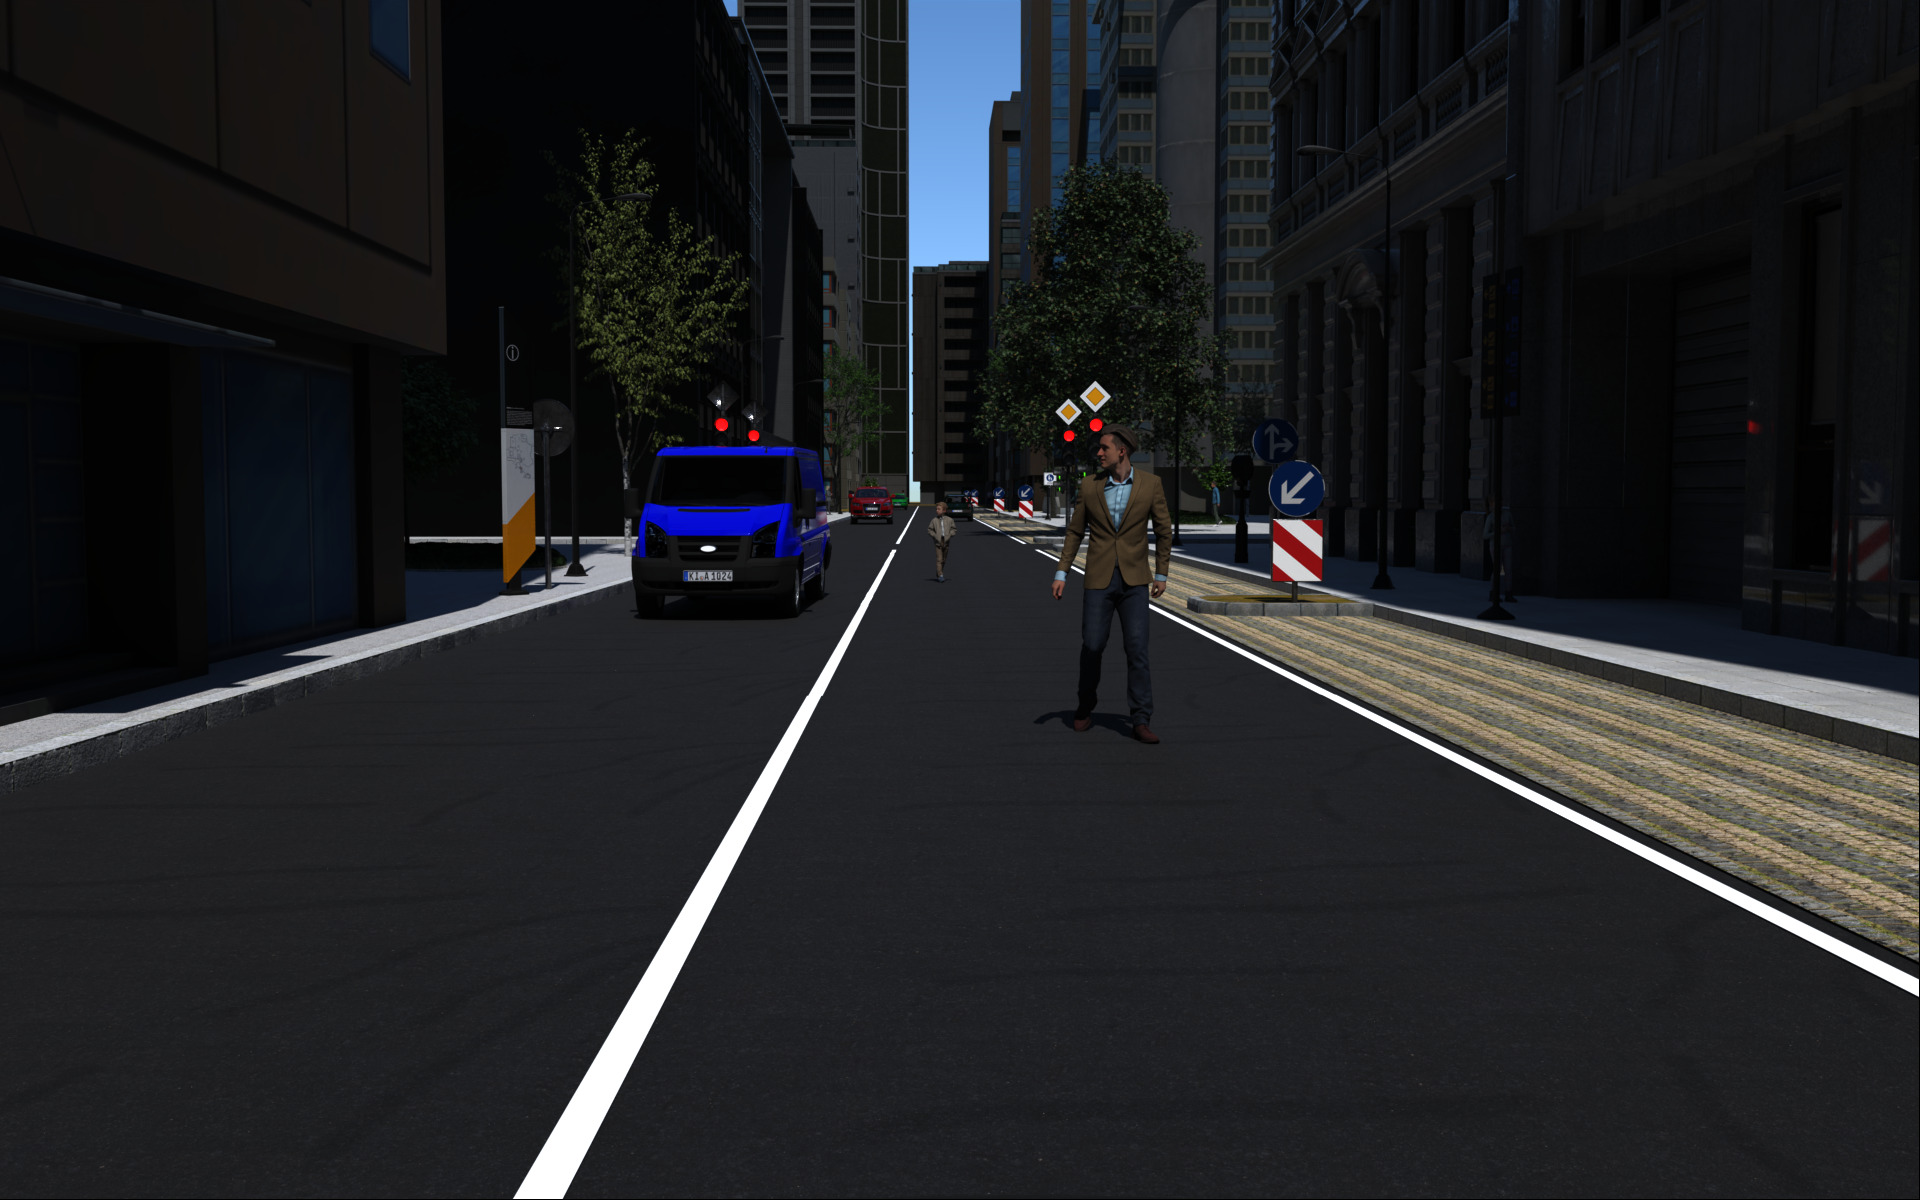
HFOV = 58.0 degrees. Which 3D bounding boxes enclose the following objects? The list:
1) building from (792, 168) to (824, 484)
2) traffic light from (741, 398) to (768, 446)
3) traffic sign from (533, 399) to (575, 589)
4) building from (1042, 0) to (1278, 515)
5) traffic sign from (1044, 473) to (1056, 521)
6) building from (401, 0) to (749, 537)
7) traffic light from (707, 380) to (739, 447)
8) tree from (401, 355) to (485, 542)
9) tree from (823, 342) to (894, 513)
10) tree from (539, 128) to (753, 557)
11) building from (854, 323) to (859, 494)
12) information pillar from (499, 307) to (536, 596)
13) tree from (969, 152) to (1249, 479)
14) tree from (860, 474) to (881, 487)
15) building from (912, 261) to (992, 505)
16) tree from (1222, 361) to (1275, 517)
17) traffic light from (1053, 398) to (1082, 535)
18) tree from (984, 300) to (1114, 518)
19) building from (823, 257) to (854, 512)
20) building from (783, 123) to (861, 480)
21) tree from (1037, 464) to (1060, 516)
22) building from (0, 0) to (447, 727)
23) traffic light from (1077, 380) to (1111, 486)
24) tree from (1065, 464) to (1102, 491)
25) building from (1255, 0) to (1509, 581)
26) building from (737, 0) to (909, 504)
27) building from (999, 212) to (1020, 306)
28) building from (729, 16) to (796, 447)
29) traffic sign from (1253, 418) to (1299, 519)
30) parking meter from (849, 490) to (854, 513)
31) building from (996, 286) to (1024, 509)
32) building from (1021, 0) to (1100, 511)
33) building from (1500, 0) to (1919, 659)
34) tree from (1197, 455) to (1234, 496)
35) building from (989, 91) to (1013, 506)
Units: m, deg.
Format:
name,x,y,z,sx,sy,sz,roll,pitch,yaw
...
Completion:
name,x,y,z,sx,sy,sz,roll,pitch,yaw
building,-14.963,-16.887,105.774,12.332,23.373,15.834,0,4,-1
traffic light,-5.991,-3.784,50.788,0.839,4.253,0.868,0,4,-1
traffic sign,-5.542,-1.415,23.243,0.768,2.556,0.104,0,4,7
building,22.054,-25.827,114.150,32.217,40.220,23.993,0,4,-1
traffic sign,4.329,-4.959,83.206,0.606,2.300,0.079,0,4,6
building,-14.156,-14.037,59.188,12.332,23.373,15.834,0,4,-1
traffic light,-5.830,-3.296,42.805,0.839,4.253,0.868,0,4,-1
tree,-12.193,-3.317,37.952,4.285,4.588,4.351,0,3,0
tree,-8.641,-11.872,119.865,9.928,11.665,9.643,0,3,0
tree,-6.643,-5.185,35.132,4.737,8.622,4.395,0,3,0
building,-24.269,-19.838,169.384,27.650,21.520,28.899,0,4,-1
information pillar,-5.620,-1.873,21.970,0.183,3.616,0.504,2,4,34
tree,4.972,-8.643,58.323,9.611,12.733,9.660,0,3,0
tree,-9.157,-10.792,171.042,1.663,3.219,1.824,0,3,0
building,0.950,-27.276,217.655,14.107,30.474,14.160,0,4,-1
tree,15.989,-8.935,96.444,4.360,8.622,3.978,0,3,0
traffic light,3.168,-3.796,50.988,0.839,4.253,0.868,0,4,-1
tree,4.786,-10.141,91.559,9.928,11.665,9.643,0,3,0
building,-23.282,-18.074,140.553,27.650,21.520,28.899,0,4,-1
building,-18.143,-31.210,193.877,14.086,41.232,14.154,0,4,-1
tree,5.100,-6.403,99.286,1.663,3.219,1.824,0,3,0
building,-12.015,-21.970,9.314,14.600,45.320,14.200,0,4,-1
traffic light,3.329,-3.308,43.005,0.839,4.253,0.868,0,4,-1
tree,5.600,-4.984,76.090,1.663,3.219,1.824,0,3,0
building,12.358,-12.396,31.557,11.050,23.489,19.941,0,4,-1
building,-16.824,-47.780,219.460,20.611,71.187,20.563,0,4,-1
building,11.005,-24.934,179.375,14.160,30.474,14.107,0,4,-1
building,-16.072,-16.131,82.804,14.314,24.678,30.058,0,4,-1
traffic sign,5.327,-1.785,29.290,0.768,2.556,0.104,0,4,8
parking meter,-7.407,-6.719,118.270,0.372,1.533,0.369,0,3,0
building,17.721,-19.161,158.316,27.650,21.520,28.899,0,4,-1
building,12.005,-29.689,135.523,14.600,45.320,14.200,0,4,-1
building,13.093,-11.841,11.627,12.078,24.808,19.932,0,4,-1
tree,11.688,-5.151,78.819,1.663,3.219,1.824,0,3,0
building,10.385,-33.255,193.823,14.600,45.320,14.200,0,4,-1
